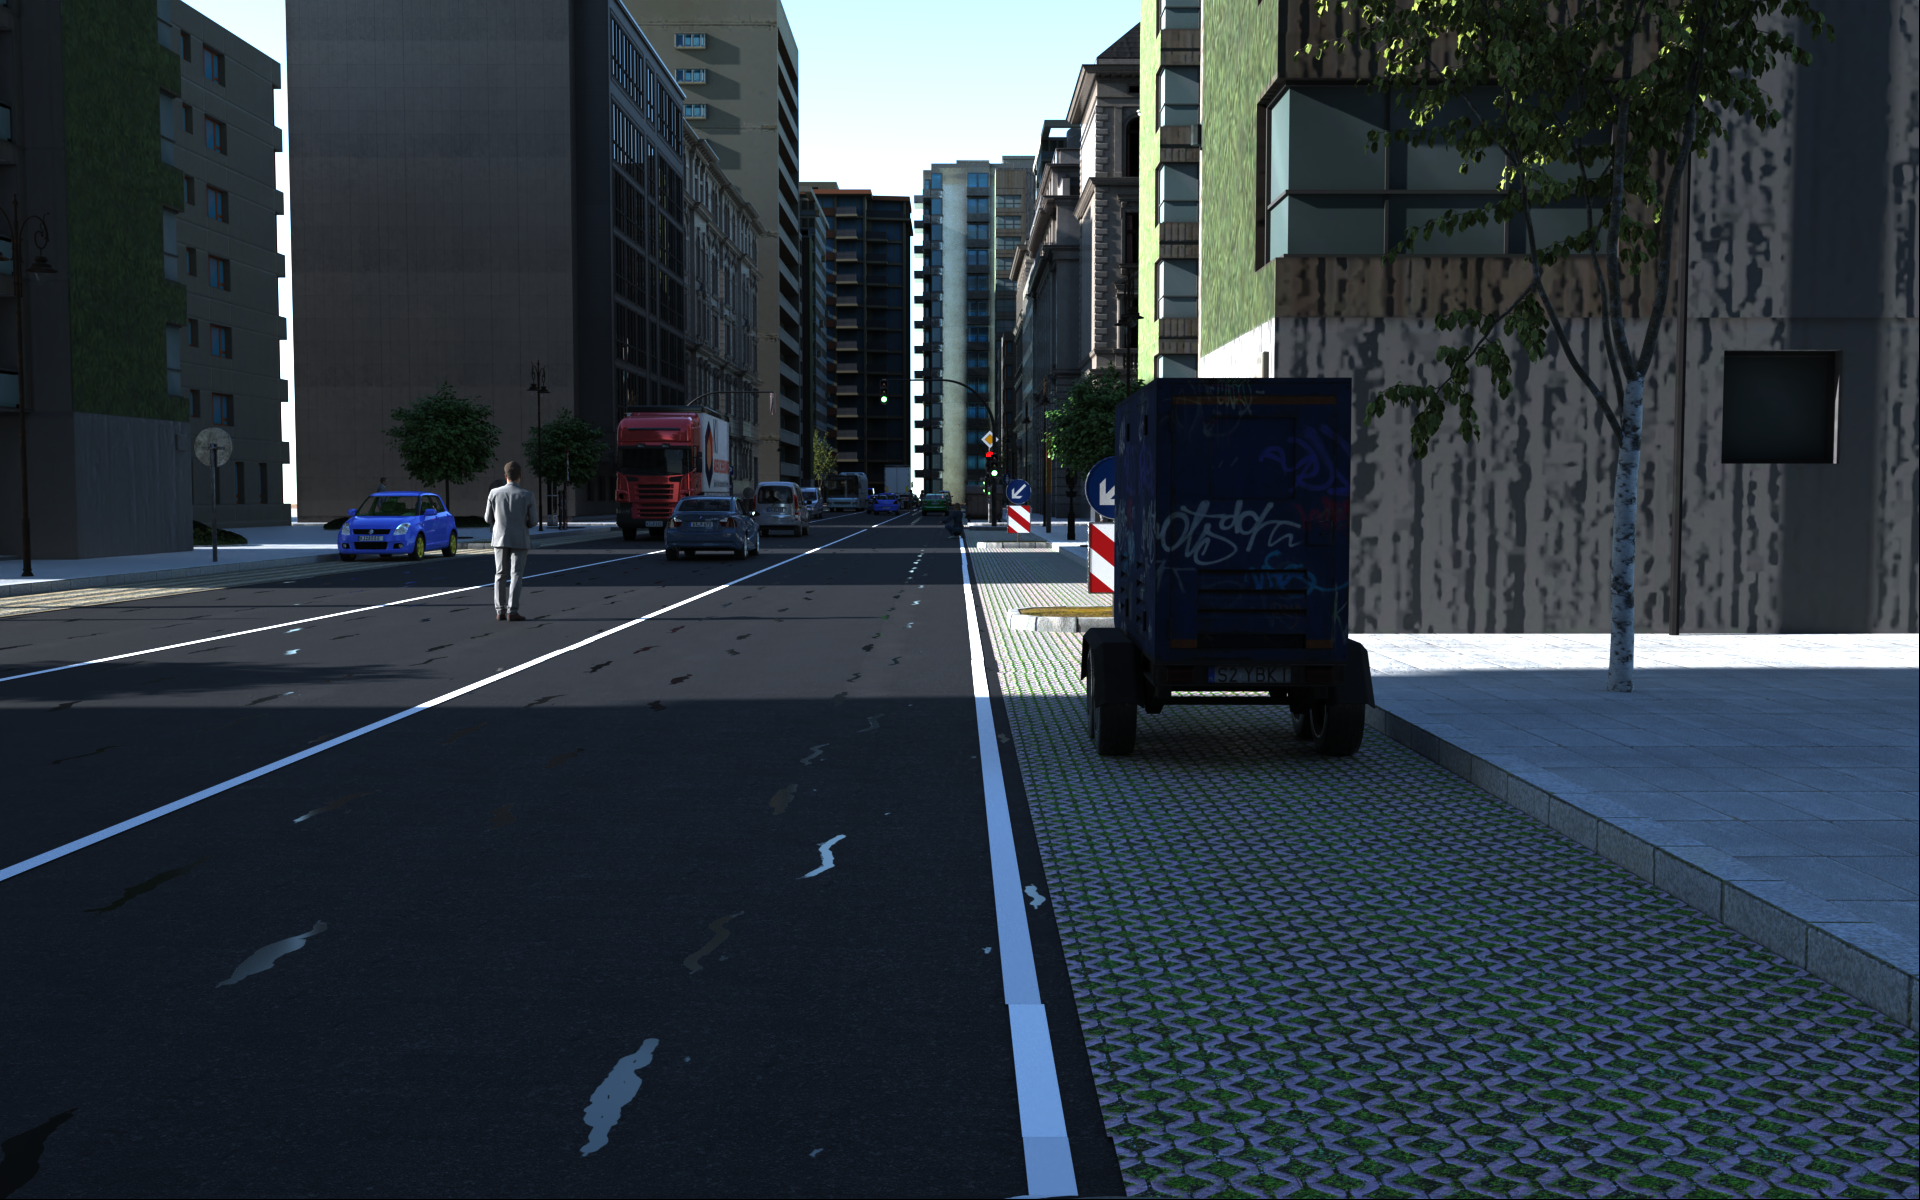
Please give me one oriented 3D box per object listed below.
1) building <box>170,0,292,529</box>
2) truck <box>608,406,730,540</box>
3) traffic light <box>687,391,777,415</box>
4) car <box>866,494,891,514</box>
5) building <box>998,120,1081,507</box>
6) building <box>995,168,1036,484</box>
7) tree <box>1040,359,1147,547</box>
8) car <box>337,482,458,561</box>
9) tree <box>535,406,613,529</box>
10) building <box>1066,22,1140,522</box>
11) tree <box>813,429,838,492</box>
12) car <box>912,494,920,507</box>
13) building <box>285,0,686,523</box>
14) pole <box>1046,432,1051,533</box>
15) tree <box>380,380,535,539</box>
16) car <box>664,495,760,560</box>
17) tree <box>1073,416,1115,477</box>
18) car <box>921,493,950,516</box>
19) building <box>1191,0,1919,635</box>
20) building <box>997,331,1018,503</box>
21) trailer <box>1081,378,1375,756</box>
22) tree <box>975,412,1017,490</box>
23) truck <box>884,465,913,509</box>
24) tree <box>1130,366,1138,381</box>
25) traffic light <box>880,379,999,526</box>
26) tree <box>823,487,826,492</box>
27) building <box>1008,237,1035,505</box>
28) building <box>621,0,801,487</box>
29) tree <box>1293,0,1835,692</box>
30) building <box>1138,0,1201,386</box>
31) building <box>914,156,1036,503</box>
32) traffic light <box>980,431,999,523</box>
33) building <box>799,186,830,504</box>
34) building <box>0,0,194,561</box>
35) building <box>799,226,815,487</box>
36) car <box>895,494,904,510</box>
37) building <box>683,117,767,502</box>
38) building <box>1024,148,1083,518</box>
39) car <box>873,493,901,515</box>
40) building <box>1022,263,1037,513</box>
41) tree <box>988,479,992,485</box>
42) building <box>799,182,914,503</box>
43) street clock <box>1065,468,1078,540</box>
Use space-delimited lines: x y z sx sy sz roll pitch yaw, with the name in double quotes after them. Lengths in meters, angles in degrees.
-41.648 -12.907 56.075 28.899 21.520 27.650 0 4 0 "building"
-9.401 -4.177 57.213 2.839 4.237 11.283 0 4 -2 "truck"
-10.467 -6.231 76.543 4.771 5.953 1.251 0 4 0 "traffic light"
-5.903 -6.997 126.398 2.014 1.417 4.499 0 4 -1 "car"
20.066 -29.343 171.639 32.217 40.220 23.993 0 4 0 "building"
11.365 -32.773 219.431 14.154 41.232 14.086 0 4 0 "building"
3.675 -3.571 42.097 4.285 4.588 4.351 0 3 0 "tree"
-12.314 -1.736 37.978 1.945 1.707 3.694 0 3 0 "car"
-14.746 -4.973 65.026 4.285 4.588 4.351 0 3 0 "tree"
15.288 -15.477 81.933 19.941 23.489 11.050 0 4 0 "building"
-15.520 -14.823 192.713 4.737 8.622 4.395 0 3 0 "tree"
-5.445 -10.979 191.298 2.131 1.459 4.920 0 4 2 "car"
-22.815 -18.068 88.926 14.314 27.812 24.014 0 4 0 "building"
2.935 -3.885 57.364 0.158 3.312 0.155 0 3 0 "pole"
-14.926 -4.056 50.026 4.285 4.588 4.351 0 3 0 "tree"
-5.559 -1.654 39.041 2.014 1.417 4.499 0 4 -1 "car"
3.568 -2.670 38.259 1.663 3.219 1.824 0 3 0 "tree"
-1.623 -6.541 115.737 1.959 1.807 4.718 0 4 0 "car"
9.858 -15.299 21.837 14.160 30.474 14.107 0 4 0 "building"
18.450 -21.625 198.602 27.650 21.520 28.899 0 4 0 "building"
1.467 -0.210 10.482 1.471 1.999 3.904 0 4 1 "trailer"
3.332 -12.590 156.210 4.360 8.622 3.978 0 3 0 "tree"
-6.159 -11.231 172.534 2.839 4.237 11.283 0 4 -1 "truck"
8.498 -6.998 64.781 4.360 8.622 3.978 0 3 0 "tree"
-0.765 -5.734 68.426 4.771 5.953 1.251 0 4 0 "traffic light"
-14.989 -12.590 200.446 1.663 3.219 1.824 0 3 0 "tree"
9.760 -19.099 141.148 11.050 23.489 19.941 0 4 0 "building"
-26.568 -32.909 161.767 21.300 48.544 21.600 0 4 0 "building"
4.287 -3.724 11.251 4.737 8.622 4.395 0 3 0 "tree"
12.286 -22.535 52.047 14.154 41.232 14.086 0 4 0 "building"
8.767 -38.414 247.681 30.456 49.044 23.786 0 4 0 "building"
1.303 -5.360 76.559 0.839 4.253 0.868 0 4 0 "traffic light"
-28.232 -31.701 210.195 23.993 40.220 32.217 0 4 0 "building"
-24.279 -21.244 30.941 14.154 41.232 14.086 0 4 0 "building"
-22.862 -25.034 181.005 14.160 30.474 14.107 0 4 0 "building"
-6.104 -8.950 158.327 2.014 1.417 4.499 0 4 1 "car"
-23.237 -21.331 136.152 14.401 28.519 23.554 0 4 0 "building"
10.908 -15.932 102.283 13.314 21.916 24.055 0 4 0 "building"
-4.996 -6.670 118.647 1.945 1.707 3.694 0 3 0 "car"
9.955 -16.391 122.748 10.420 20.320 16.860 0 4 0 "building"
3.258 -11.710 186.056 1.663 3.219 1.824 0 3 0 "tree"
-21.168 -36.141 245.532 28.867 44.769 22.147 0 4 0 "building"
3.110 -2.678 48.357 0.358 2.002 0.471 1 4 18 "street clock"
